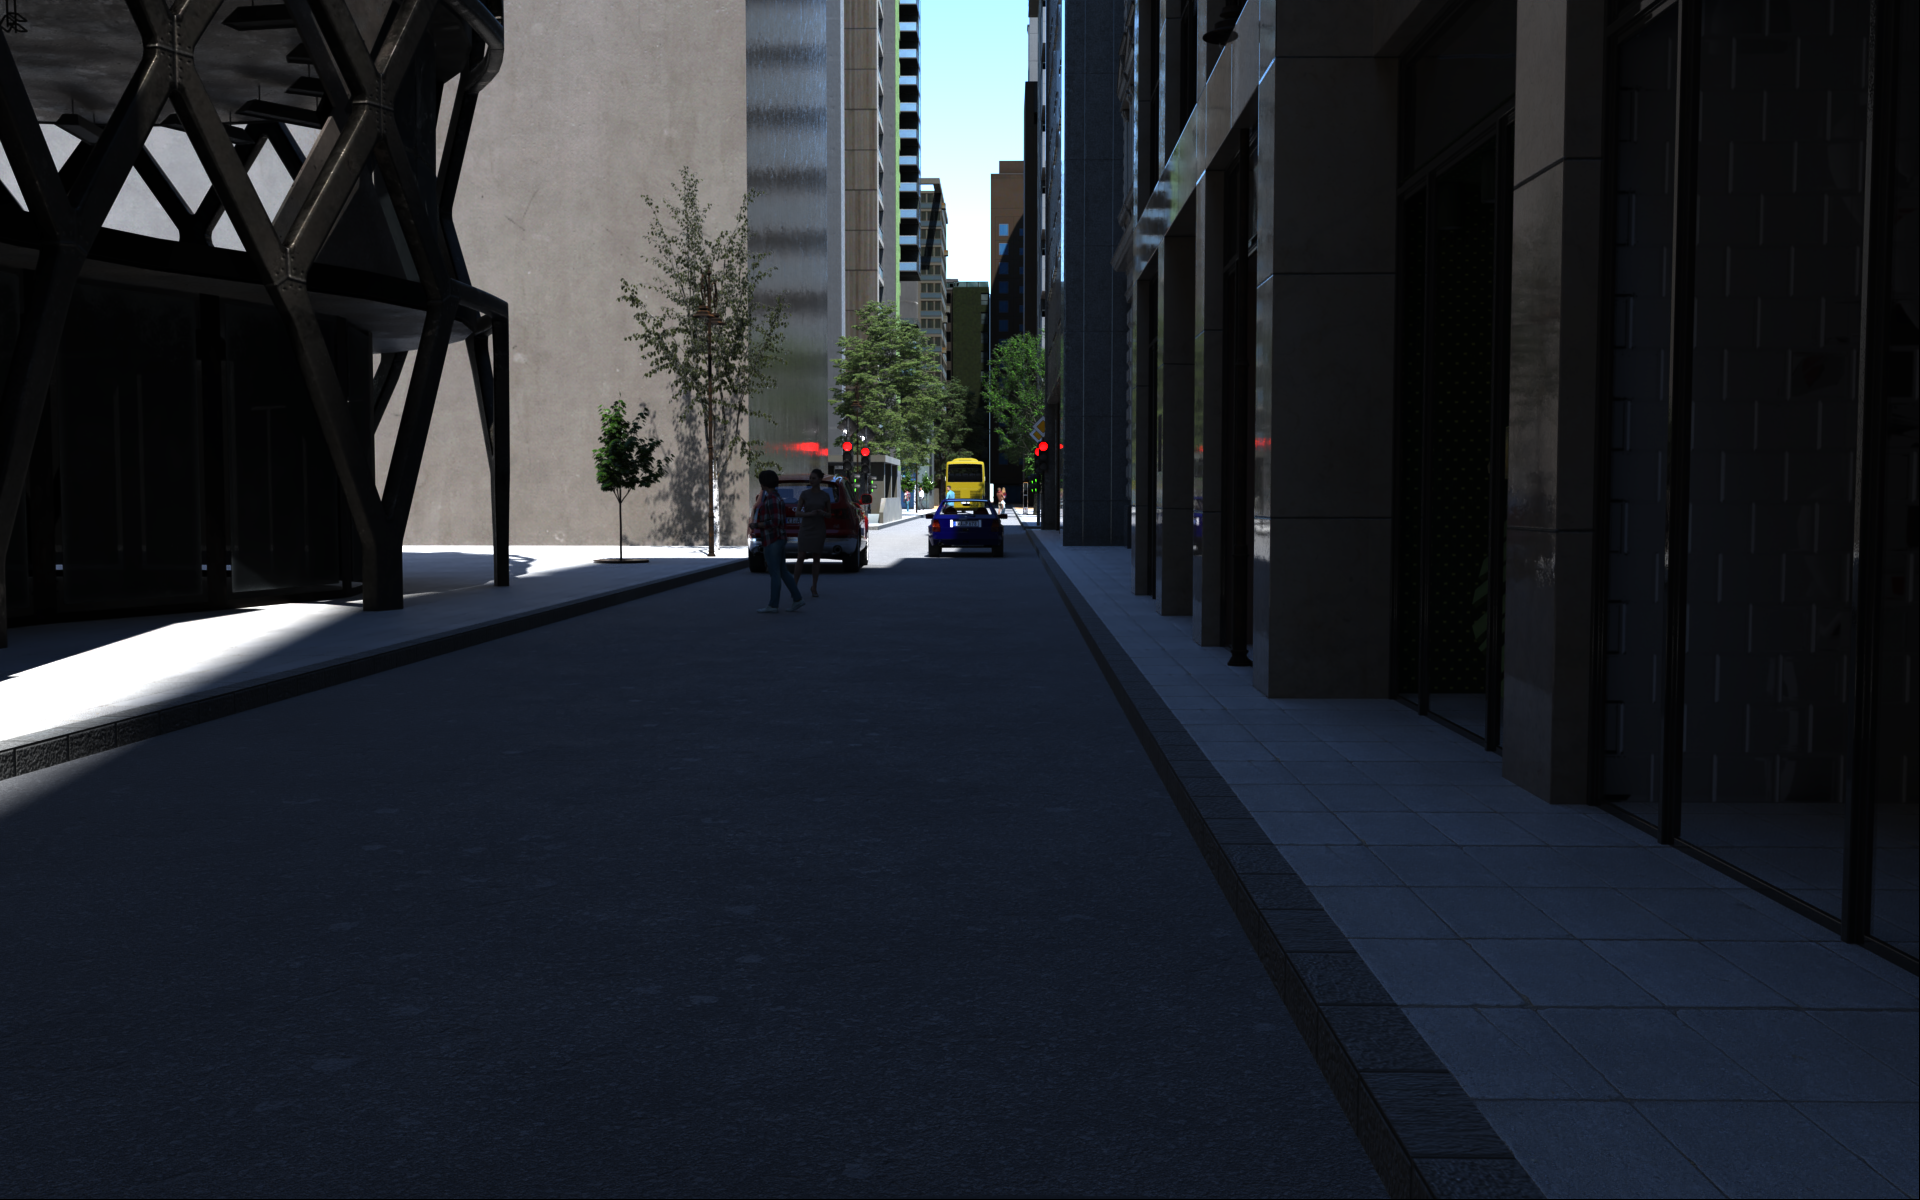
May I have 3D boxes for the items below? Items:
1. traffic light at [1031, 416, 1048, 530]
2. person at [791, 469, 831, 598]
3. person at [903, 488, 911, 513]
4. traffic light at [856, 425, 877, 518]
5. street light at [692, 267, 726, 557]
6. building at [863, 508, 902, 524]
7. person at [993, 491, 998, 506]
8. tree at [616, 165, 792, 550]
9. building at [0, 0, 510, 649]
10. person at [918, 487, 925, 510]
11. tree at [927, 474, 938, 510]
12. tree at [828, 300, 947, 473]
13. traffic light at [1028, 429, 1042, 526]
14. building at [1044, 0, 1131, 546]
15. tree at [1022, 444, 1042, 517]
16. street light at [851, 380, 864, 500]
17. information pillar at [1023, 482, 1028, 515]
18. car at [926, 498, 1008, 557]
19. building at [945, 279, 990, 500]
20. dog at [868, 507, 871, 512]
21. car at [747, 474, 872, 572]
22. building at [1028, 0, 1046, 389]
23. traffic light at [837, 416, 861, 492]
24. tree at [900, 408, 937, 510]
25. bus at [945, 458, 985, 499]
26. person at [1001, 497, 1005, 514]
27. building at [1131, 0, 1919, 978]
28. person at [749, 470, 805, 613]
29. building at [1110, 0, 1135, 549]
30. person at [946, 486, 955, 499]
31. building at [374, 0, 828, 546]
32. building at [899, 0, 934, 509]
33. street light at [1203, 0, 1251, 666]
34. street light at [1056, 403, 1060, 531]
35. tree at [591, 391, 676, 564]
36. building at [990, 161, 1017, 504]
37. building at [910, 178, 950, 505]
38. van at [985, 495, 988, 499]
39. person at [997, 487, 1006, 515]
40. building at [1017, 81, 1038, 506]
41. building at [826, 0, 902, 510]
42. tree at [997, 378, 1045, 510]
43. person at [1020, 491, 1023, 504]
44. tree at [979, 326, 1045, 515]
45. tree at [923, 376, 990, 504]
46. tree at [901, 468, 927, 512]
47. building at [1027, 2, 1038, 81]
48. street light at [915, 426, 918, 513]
[{"bbox_3d":[2.959,-4.476,62.097,0.839,4.253,0.868,0,4,1],"label":"traffic light"},{"bbox_3d":[-2.064,-0.931,24.061,0.599,1.781,0.374,-1,4,-13],"label":"person"},{"bbox_3d":[-3.626,-6.864,119.108,0.563,1.720,0.643,3,5,44],"label":"person"},{"bbox_3d":[-3.796,-4.974,70.241,0.839,4.253,0.868,0,4,1],"label":"traffic light"},{"bbox_3d":[-5.101,-3.828,35.378,0.468,5.910,1.993,0,4,1],"label":"street light"},{"bbox_3d":[-19.252,-23.812,81.215,32.217,40.220,23.993,0,4,1],"label":"building"},{"bbox_3d":[4.435,-12.123,207.234,1.217,1.766,0.721,-2,4,-30],"label":"person"},{"bbox_3d":[-5.545,-5.417,38.930,4.360,8.622,3.978,0,3,0],"label":"tree"},{"bbox_3d":[-14.303,-9.322,19.862,16.820,18.784,16.811,0,4,1],"label":"building"},{"bbox_3d":[-3.090,-8.018,137.238,0.850,1.850,0.679,-3,5,-40],"label":"person"},{"bbox_3d":[-2.907,-9.138,143.999,1.663,3.219,1.824,0,3,0],"label":"tree"},{"bbox_3d":[-4.334,-11.232,101.771,7.486,12.596,7.792,0,3,0],"label":"tree"},{"bbox_3d":[3.164,-4.964,70.080,0.839,4.253,0.868,0,4,1],"label":"traffic light"},{"bbox_3d":[8.790,-14.289,51.653,12.078,24.808,19.932,0,4,1],"label":"building"},{"bbox_3d":[5.124,-6.912,96.731,4.285,4.588,4.351,0,3,0],"label":"tree"},{"bbox_3d":[-4.171,-5.976,70.495,0.468,5.910,1.993,0,4,1],"label":"street light"},{"bbox_3d":[4.109,-6.370,108.636,0.304,2.012,0.304,0,4,2],"label":"information pillar"},{"bbox_3d":[0.150,-1.716,40.644,1.945,1.354,3.894,0,4,1],"label":"car"},{"bbox_3d":[-2.871,-28.370,235.544,14.107,30.474,14.160,0,4,1],"label":"building"},{"bbox_3d":[-5.393,-5.433,105.656,0.406,0.507,0.540,3,4,36],"label":"dog"},{"bbox_3d":[-2.858,-1.506,33.300,2.281,1.827,5.304,0,3,0],"label":"car"},{"bbox_3d":[20.934,-35.118,163.415,28.713,52.752,27.495,0,4,1],"label":"building"},{"bbox_3d":[-4.000,-4.486,62.259,0.839,4.253,0.868,0,4,1],"label":"traffic light"},{"bbox_3d":[-3.702,-11.572,139.568,4.737,8.622,4.395,0,3,0],"label":"tree"},{"bbox_3d":[0.350,-7.696,117.374,2.896,3.916,12.252,0,4,0],"label":"bus"},{"bbox_3d":[2.402,-5.163,97.602,0.332,1.250,0.352,-2,4,-35],"label":"person"},{"bbox_3d":[11.399,-12.239,4.625,19.350,26.468,34.151,0,4,1],"label":"building"},{"bbox_3d":[-2.208,-0.707,20.900,0.643,1.720,0.563,0,4,1],"label":"person"},{"bbox_3d":[8.505,-12.411,31.794,11.050,23.489,19.941,0,4,1],"label":"building"},{"bbox_3d":[-0.453,-4.557,82.868,0.638,1.841,0.748,-2,4,-34],"label":"person"},{"bbox_3d":[-21.946,-15.136,51.982,34.151,26.468,19.350,0,4,1],"label":"building"},{"bbox_3d":[-13.369,-51.784,159.332,22.319,86.520,31.000,0,4,1],"label":"building"},{"bbox_3d":[2.093,-2.447,12.792,0.468,5.910,1.993,0,4,1],"label":"street light"},{"bbox_3d":[3.460,-5.383,60.792,0.468,5.910,1.993,0,4,1],"label":"street light"},{"bbox_3d":[-6.389,-2.302,32.242,1.663,3.219,1.824,0,3,0],"label":"tree"},{"bbox_3d":[11.295,-35.798,235.407,14.200,45.320,14.600,0,4,1],"label":"building"},{"bbox_3d":[-13.362,-31.416,205.524,23.993,40.220,32.217,0,4,1],"label":"building"},{"bbox_3d":[2.312,-12.212,206.671,2.013,2.044,4.112,0,4,2],"label":"van"},{"bbox_3d":[2.491,-5.812,103.493,0.580,1.828,0.573,0,4,-8],"label":"person"},{"bbox_3d":[13.732,-32.705,184.839,14.600,45.320,14.200,0,4,1],"label":"building"},{"bbox_3d":[-11.363,-26.357,114.538,14.154,41.232,14.086,0,4,1],"label":"building"},{"bbox_3d":[6.864,-12.715,142.299,8.767,10.594,7.601,2,4,35],"label":"tree"},{"bbox_3d":[7.879,-13.134,221.697,0.530,1.710,0.541,0,4,-7],"label":"person"},{"bbox_3d":[4.751,-10.914,104.198,9.928,11.665,9.643,0,3,0],"label":"tree"},{"bbox_3d":[-1.727,-17.008,184.734,9.857,13.997,8.962,0,3,0],"label":"tree"},{"bbox_3d":[-3.814,-8.138,127.658,1.663,3.219,1.824,0,3,0],"label":"tree"},{"bbox_3d":[18.531,-40.611,205.996,21.231,58.520,28.212,0,4,1],"label":"building"},{"bbox_3d":[-2.968,-8.902,118.342,0.468,5.910,1.993,0,4,1],"label":"street light"}]
